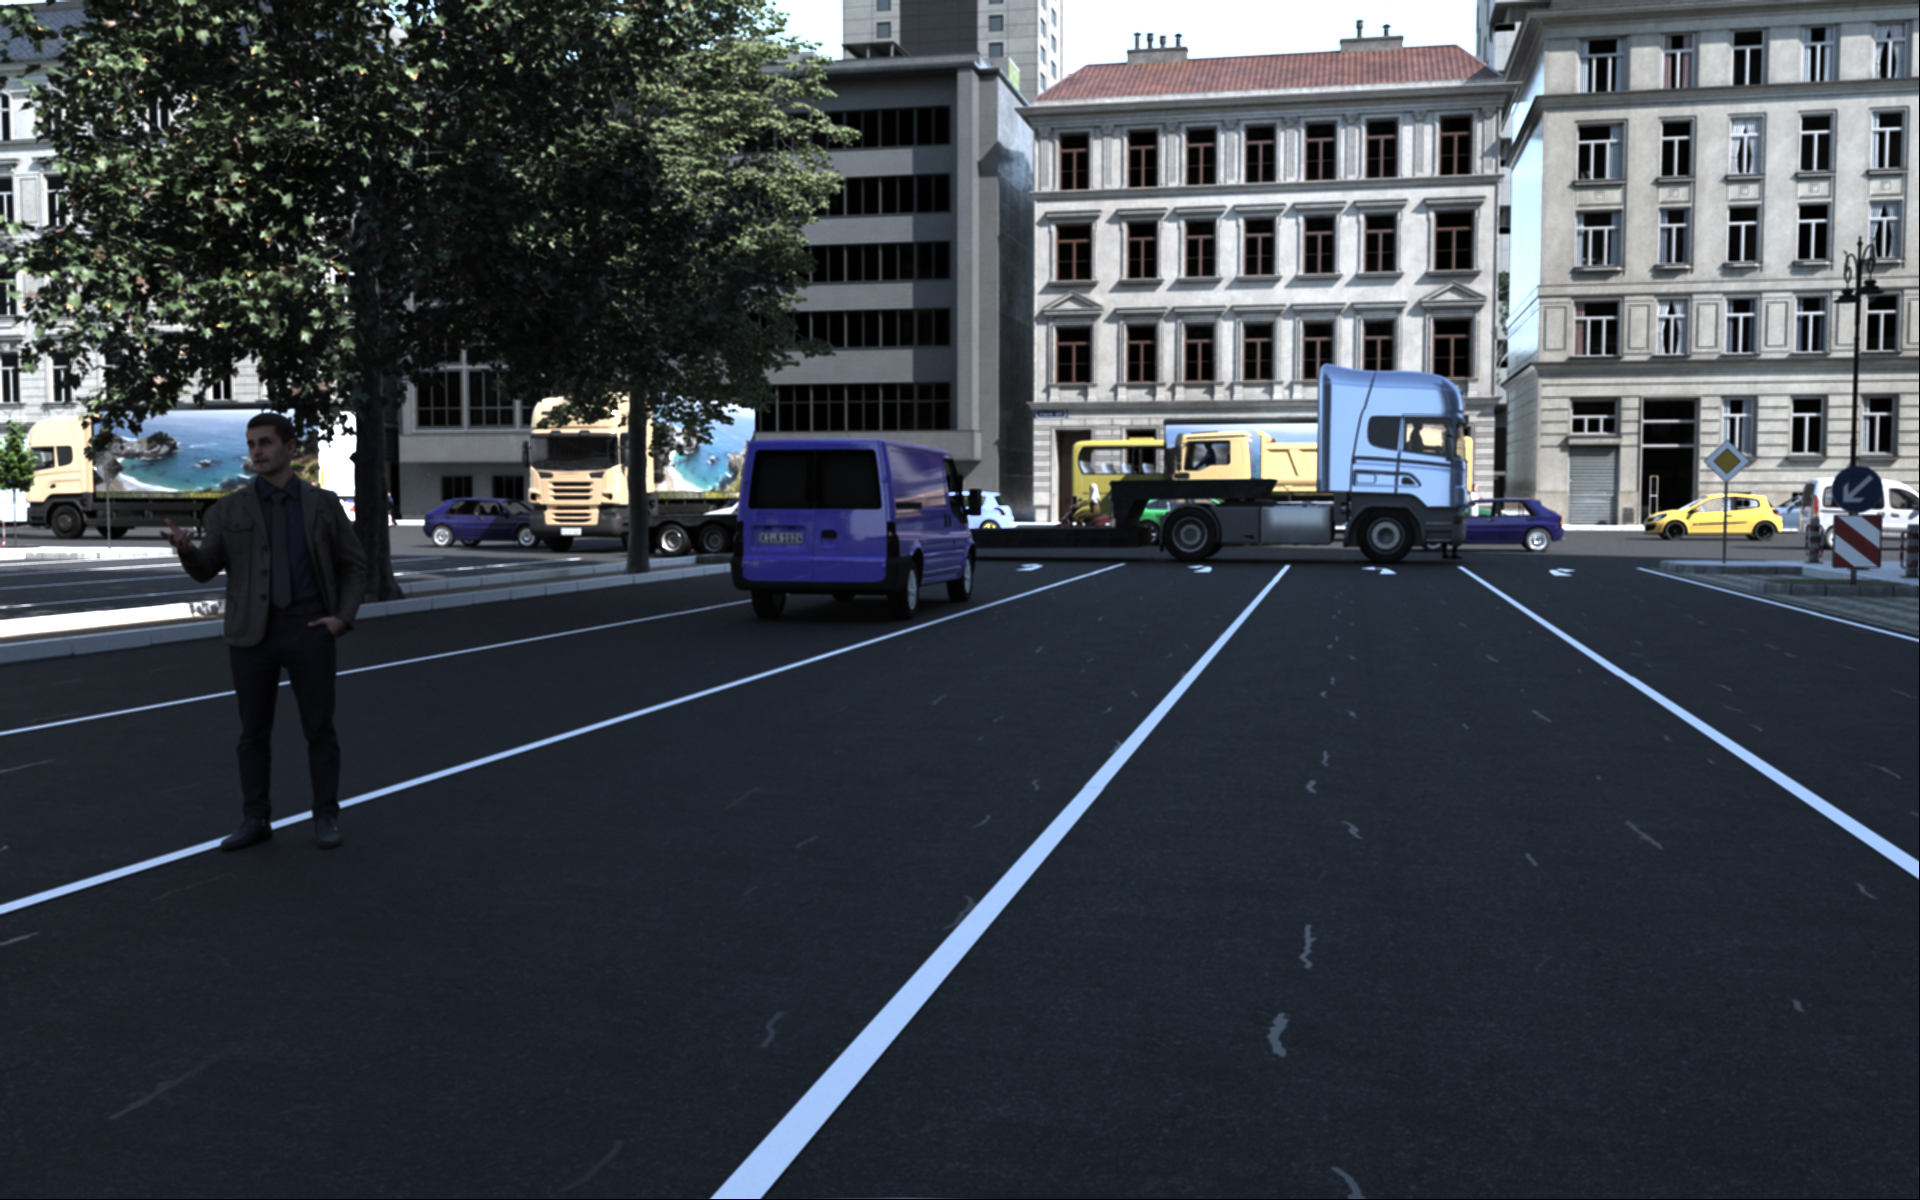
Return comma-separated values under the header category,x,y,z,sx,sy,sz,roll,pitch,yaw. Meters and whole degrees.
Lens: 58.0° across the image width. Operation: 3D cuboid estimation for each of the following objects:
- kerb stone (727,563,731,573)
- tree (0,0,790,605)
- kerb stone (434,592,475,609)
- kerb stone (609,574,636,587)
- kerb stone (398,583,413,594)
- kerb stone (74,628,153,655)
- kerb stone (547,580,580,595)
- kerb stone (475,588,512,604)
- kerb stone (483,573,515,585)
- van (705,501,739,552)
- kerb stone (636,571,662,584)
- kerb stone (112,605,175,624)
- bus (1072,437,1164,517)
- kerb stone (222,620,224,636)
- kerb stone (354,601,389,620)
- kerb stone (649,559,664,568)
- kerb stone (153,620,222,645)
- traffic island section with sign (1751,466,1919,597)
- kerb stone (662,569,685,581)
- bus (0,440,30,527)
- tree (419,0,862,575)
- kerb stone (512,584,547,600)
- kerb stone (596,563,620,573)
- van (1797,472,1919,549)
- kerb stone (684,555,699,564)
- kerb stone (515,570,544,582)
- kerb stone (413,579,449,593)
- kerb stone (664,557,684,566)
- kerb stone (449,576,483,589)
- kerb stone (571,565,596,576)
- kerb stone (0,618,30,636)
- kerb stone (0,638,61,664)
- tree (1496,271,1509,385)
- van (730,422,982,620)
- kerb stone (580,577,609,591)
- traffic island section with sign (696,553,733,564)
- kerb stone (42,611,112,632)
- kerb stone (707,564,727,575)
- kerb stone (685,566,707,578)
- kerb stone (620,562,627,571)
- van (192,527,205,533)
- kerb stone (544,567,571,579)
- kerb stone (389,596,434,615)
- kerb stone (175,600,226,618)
category,x,y,z,sx,sy,sz,roll,pitch,yaw
kerb stone,-4.217,-0.601,32.028,0.120,0.150,1.000,1,4,13
tree,-7.374,-6.242,21.527,9.611,12.733,9.660,0,3,0
kerb stone,-6.484,0.014,21.971,0.120,0.150,1.000,1,4,13
kerb stone,-5.356,-0.294,27.007,0.120,0.150,1.000,1,4,13
kerb stone,-8.084,-0.130,24.447,0.120,0.150,1.000,1,4,13
kerb stone,-7.841,0.383,15.934,0.120,0.150,1.000,1,4,13
kerb stone,-5.798,-0.168,24.992,0.120,0.150,1.000,1,4,13
kerb stone,-6.264,-0.048,22.982,0.120,0.150,1.000,1,4,13
kerb stone,-7.392,-0.323,27.476,0.120,0.150,1.000,1,4,13
van,-4.478,-2.152,42.202,4.112,2.044,2.013,1,4,12
kerb stone,-5.116,-0.351,28.009,0.120,0.150,1.000,1,4,13
kerb stone,-9.209,0.174,19.411,0.120,0.150,1.000,1,4,13
bus,10.640,-4.700,68.397,12.252,3.916,2.896,1,4,14
kerb stone,-7.388,0.259,17.953,0.120,0.150,1.000,1,4,13
kerb stone,-6.935,0.139,19.961,0.120,0.150,1.000,1,4,13
kerb stone,-6.032,-0.692,33.511,0.120,0.150,1.000,1,4,13
kerb stone,-7.621,0.323,16.942,0.120,0.150,1.000,1,4,13
traffic island section with sign,12.606,-1.001,25.001,1.989,1.847,2.006,1,4,13
kerb stone,-4.894,-0.414,29.013,0.120,0.150,1.000,1,4,13
bus,-38.349,-3.998,60.232,13.247,3.499,2.948,1,4,13
tree,-5.577,-6.691,29.976,7.486,12.596,7.792,0,3,0
kerb stone,-6.031,-0.109,23.983,0.120,0.150,1.000,1,4,13
kerb stone,-6.489,-0.565,31.497,0.120,0.150,1.000,1,4,13
van,24.005,-2.312,44.808,4.112,2.044,2.013,1,4,13
kerb stone,-5.583,-0.815,35.520,0.120,0.150,1.000,1,4,13
kerb stone,-7.168,-0.384,28.479,0.120,0.150,1.000,1,4,13
kerb stone,-7.853,-0.193,25.457,0.120,0.150,1.000,1,4,13
kerb stone,-5.804,-0.754,34.515,0.120,0.150,1.000,1,4,13
kerb stone,-7.624,-0.261,26.469,0.120,0.150,1.000,1,4,13
kerb stone,-6.724,-0.507,30.491,0.120,0.150,1.000,1,4,13
kerb stone,-9.665,0.293,17.399,0.120,0.150,1.000,1,4,13
kerb stone,-8.073,0.445,14.925,0.120,0.150,1.000,1,4,13
tree,37.056,-16.725,129.347,12.611,20.169,13.585,0,3,0
van,-1.124,-1.050,21.545,2.240,2.365,5.245,1,4,11
kerb stone,-5.574,-0.233,26.000,0.120,0.150,1.000,1,4,13
traffic island section with sign,-4.267,-1.735,36.504,2.006,1.907,1.989,1,4,13
kerb stone,-9.439,0.232,18.409,0.120,0.150,1.000,1,4,13
kerb stone,-4.447,-0.540,31.026,0.120,0.150,1.000,1,4,13
kerb stone,-4.674,-0.474,30.023,0.120,0.150,1.000,1,4,13
kerb stone,-6.263,-0.630,32.505,0.120,0.150,1.000,1,4,13
van,-26.813,-3.526,64.659,4.112,2.044,2.013,1,4,13
kerb stone,-6.946,-0.443,29.483,0.120,0.150,1.000,1,4,13
kerb stone,-6.712,0.076,20.965,0.120,0.150,1.000,1,4,13
kerb stone,-8.988,0.109,20.420,0.120,0.150,1.000,1,4,13
